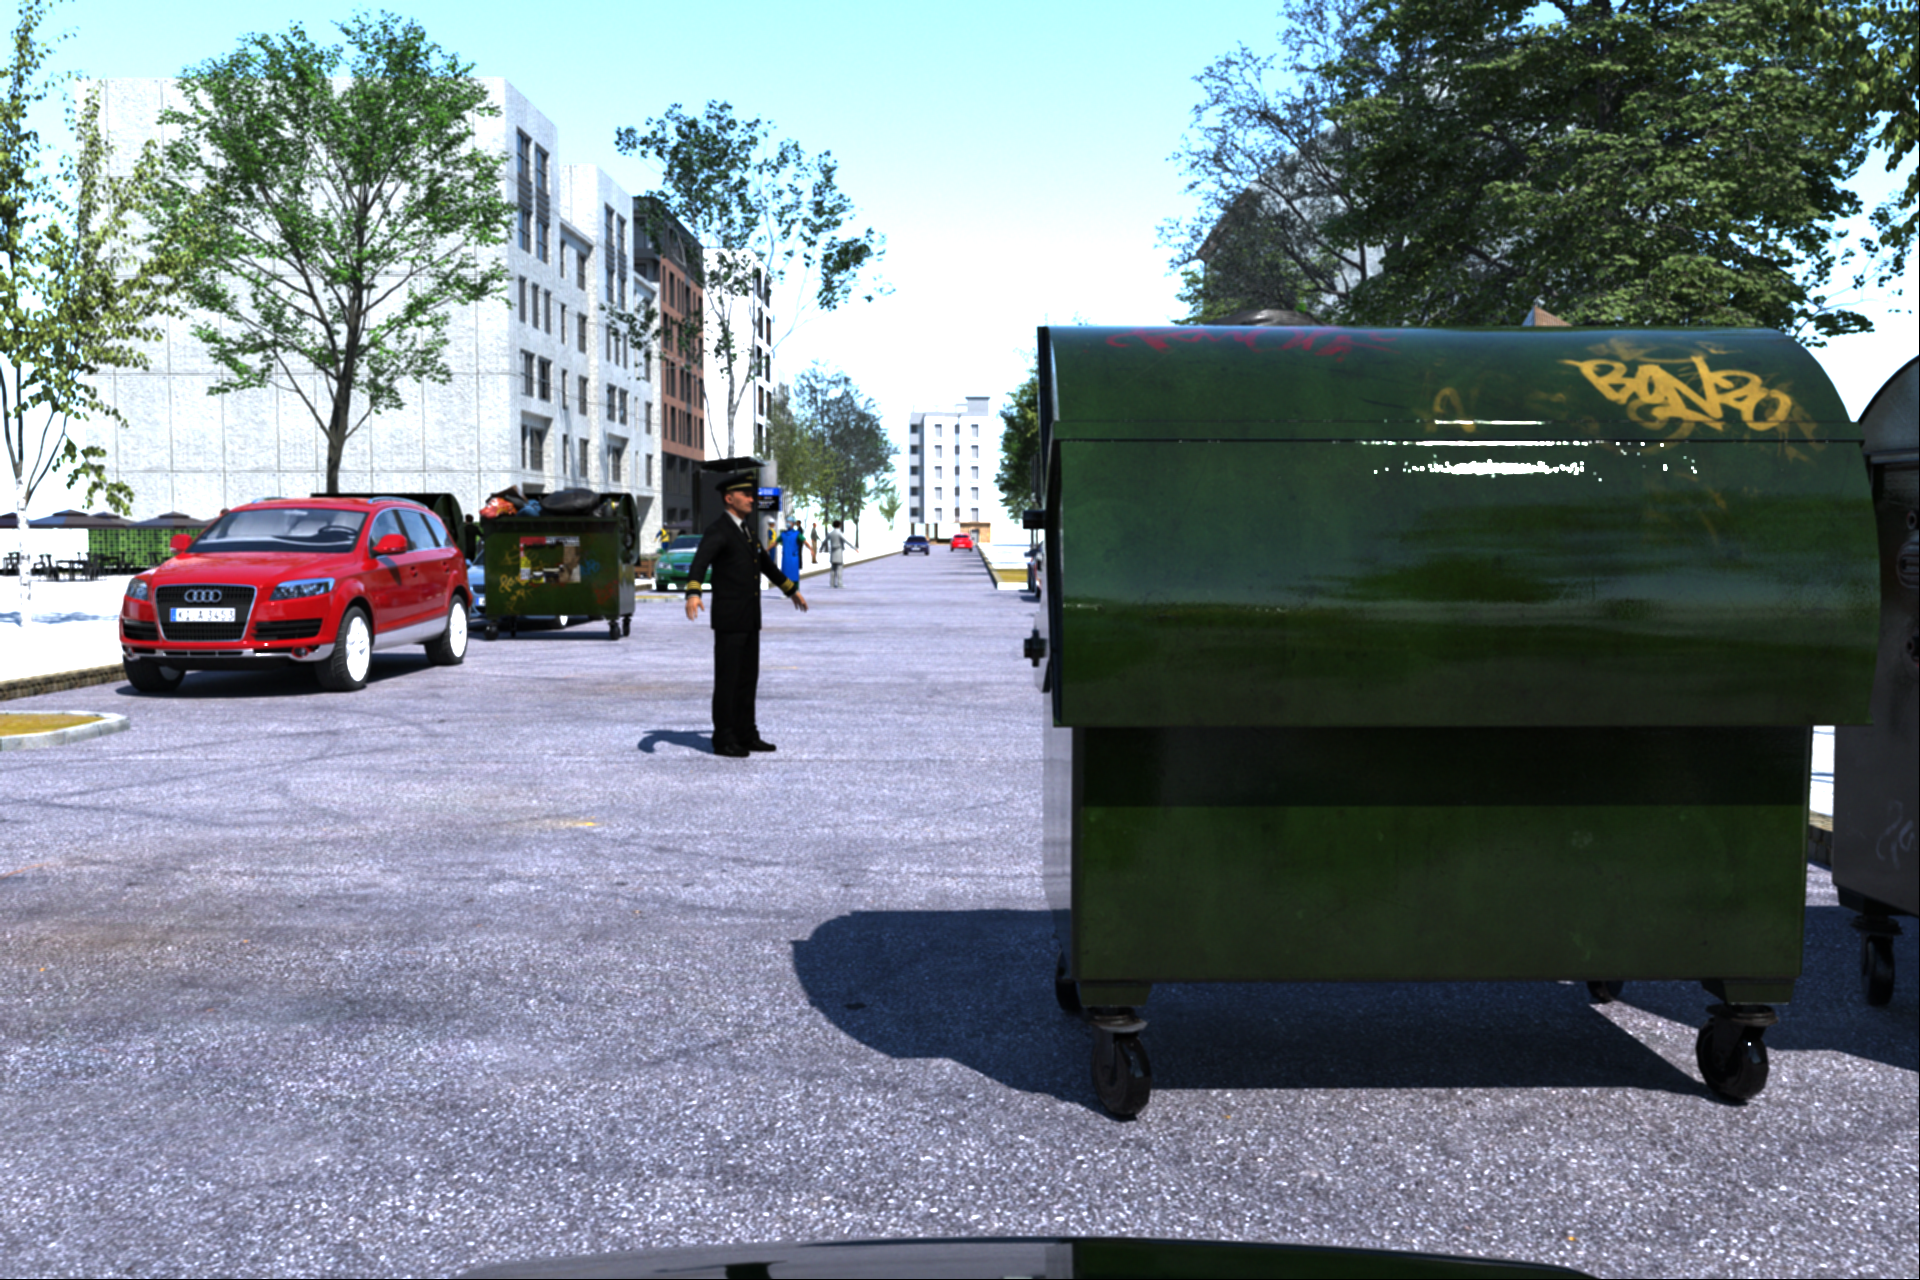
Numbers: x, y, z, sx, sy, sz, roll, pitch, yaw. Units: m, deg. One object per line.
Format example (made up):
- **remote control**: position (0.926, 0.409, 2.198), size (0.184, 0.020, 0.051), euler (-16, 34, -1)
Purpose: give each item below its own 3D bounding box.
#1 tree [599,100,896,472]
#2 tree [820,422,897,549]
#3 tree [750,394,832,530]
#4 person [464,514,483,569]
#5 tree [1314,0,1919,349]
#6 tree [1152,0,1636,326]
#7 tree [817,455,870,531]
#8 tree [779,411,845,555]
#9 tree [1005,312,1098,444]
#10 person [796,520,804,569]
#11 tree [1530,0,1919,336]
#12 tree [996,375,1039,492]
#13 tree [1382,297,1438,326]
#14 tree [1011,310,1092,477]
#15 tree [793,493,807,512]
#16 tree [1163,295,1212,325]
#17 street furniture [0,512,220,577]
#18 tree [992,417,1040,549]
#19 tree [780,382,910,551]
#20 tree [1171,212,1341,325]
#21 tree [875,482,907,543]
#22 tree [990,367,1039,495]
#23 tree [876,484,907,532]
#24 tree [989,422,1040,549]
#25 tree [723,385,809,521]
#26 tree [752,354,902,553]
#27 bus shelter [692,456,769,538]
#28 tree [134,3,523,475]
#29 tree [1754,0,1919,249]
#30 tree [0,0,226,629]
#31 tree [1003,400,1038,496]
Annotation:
- **tree**: position (-9.125, -13.348, 74.129), size (12.611, 20.169, 13.585), euler (0, 3, 0)
- **tree**: position (-9.164, -13.818, 151.673), size (9.928, 11.665, 9.643), euler (0, 3, 0)
- **tree**: position (-9.470, -8.670, 92.121), size (4.360, 8.622, 3.978), euler (0, 3, 0)
- **person**: position (-13.029, -2.431, 45.935), size (0.705, 1.806, 1.347), euler (2, 4, 33)
- **tree**: position (8.395, -6.399, 22.758), size (7.486, 12.596, 7.792), euler (0, 3, 0)
- **tree**: position (8.406, -7.567, 34.098), size (12.009, 13.543, 11.850), euler (0, 3, 0)
- **tree**: position (-15.877, -19.529, 237.419), size (7.486, 12.596, 7.792), euler (0, 3, 0)
- **tree**: position (-9.158, -9.369, 103.553), size (4.737, 8.622, 4.395), euler (0, 3, 0)
- **tree**: position (3.654, -6.599, 58.250), size (4.737, 8.622, 4.395), euler (0, 3, 0)
- **person**: position (-5.867, -3.467, 62.914), size (0.704, 1.802, 1.346), euler (0, 4, 4)
- **tree**: position (24.469, -12.183, 55.083), size (12.611, 20.169, 13.585), euler (0, 3, 0)
- **tree**: position (5.664, -11.040, 106.258), size (9.928, 11.665, 9.643), euler (0, 3, 0)
- **tree**: position (13.601, -6.254, 52.612), size (4.737, 8.622, 4.395), euler (0, 3, 0)
- **tree**: position (5.646, -8.471, 72.915), size (7.601, 10.594, 8.767), euler (0, 4, 1)
- **tree**: position (-24.773, -19.388, 242.753), size (9.928, 11.665, 9.643), euler (0, 3, 0)
- **tree**: position (7.924, -6.287, 53.154), size (4.360, 8.622, 3.978), euler (0, 3, 0)
- **street furniture**: position (-27.078, -3.168, 56.821), size (27.439, 1.986, 14.083), euler (-1, 4, -9)
- **tree**: position (6.496, -14.065, 148.089), size (7.486, 12.596, 7.792), euler (0, 3, 0)
- **tree**: position (-9.065, -13.759, 135.333), size (12.009, 13.543, 11.850), euler (0, 3, 0)
- **tree**: position (10.640, -8.809, 62.156), size (7.486, 12.596, 7.792), euler (0, 3, 0)
- **tree**: position (-9.475, -17.474, 236.066), size (4.737, 8.622, 4.395), euler (0, 3, 0)
- **tree**: position (5.586, -9.357, 87.391), size (7.601, 10.594, 8.767), euler (2, 4, 26)
- **tree**: position (-9.200, -17.919, 243.335), size (4.360, 8.622, 3.978), euler (0, 3, 0)
- **tree**: position (5.990, -11.975, 130.206), size (8.767, 10.594, 7.601), euler (2, 4, 30)
- **tree**: position (-9.024, -8.243, 85.135), size (4.360, 8.622, 3.978), euler (0, 3, 0)
- **tree**: position (-9.121, -12.679, 117.667), size (12.009, 13.543, 11.850), euler (0, 3, 0)
- **bus shelter**: position (-7.246, -3.912, 55.249), size (1.731, 3.624, 6.357), euler (0, 4, 0)
- **tree**: position (-12.378, -6.641, 34.333), size (9.928, 11.665, 9.643), euler (0, 3, 0)
- **tree**: position (8.266, -3.865, 13.558), size (4.737, 8.622, 4.395), euler (0, 3, 0)
- **tree**: position (-12.450, -4.457, 23.228), size (4.737, 8.622, 4.395), euler (0, 3, 0)
- **tree**: position (6.514, -11.801, 118.697), size (9.928, 11.665, 9.643), euler (0, 3, 0)
